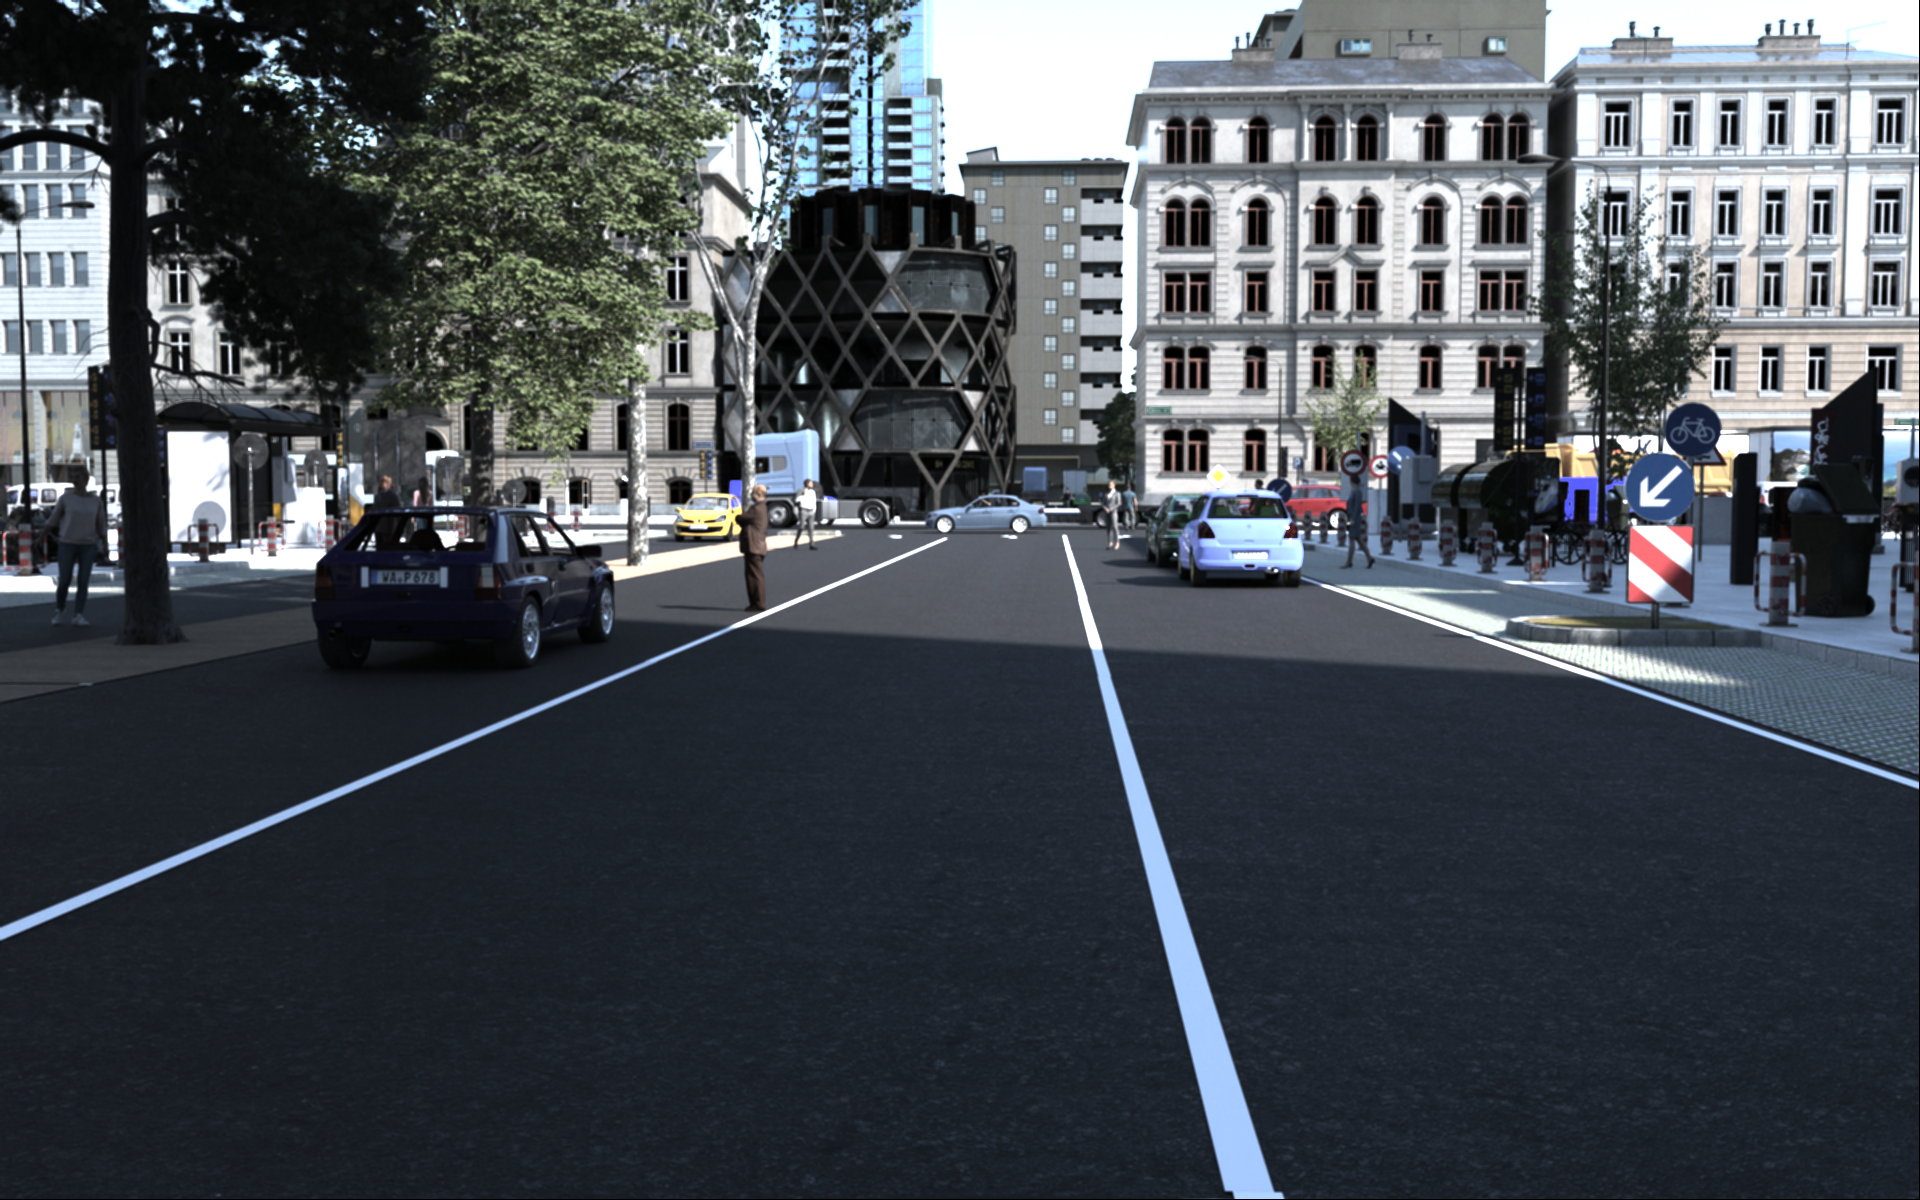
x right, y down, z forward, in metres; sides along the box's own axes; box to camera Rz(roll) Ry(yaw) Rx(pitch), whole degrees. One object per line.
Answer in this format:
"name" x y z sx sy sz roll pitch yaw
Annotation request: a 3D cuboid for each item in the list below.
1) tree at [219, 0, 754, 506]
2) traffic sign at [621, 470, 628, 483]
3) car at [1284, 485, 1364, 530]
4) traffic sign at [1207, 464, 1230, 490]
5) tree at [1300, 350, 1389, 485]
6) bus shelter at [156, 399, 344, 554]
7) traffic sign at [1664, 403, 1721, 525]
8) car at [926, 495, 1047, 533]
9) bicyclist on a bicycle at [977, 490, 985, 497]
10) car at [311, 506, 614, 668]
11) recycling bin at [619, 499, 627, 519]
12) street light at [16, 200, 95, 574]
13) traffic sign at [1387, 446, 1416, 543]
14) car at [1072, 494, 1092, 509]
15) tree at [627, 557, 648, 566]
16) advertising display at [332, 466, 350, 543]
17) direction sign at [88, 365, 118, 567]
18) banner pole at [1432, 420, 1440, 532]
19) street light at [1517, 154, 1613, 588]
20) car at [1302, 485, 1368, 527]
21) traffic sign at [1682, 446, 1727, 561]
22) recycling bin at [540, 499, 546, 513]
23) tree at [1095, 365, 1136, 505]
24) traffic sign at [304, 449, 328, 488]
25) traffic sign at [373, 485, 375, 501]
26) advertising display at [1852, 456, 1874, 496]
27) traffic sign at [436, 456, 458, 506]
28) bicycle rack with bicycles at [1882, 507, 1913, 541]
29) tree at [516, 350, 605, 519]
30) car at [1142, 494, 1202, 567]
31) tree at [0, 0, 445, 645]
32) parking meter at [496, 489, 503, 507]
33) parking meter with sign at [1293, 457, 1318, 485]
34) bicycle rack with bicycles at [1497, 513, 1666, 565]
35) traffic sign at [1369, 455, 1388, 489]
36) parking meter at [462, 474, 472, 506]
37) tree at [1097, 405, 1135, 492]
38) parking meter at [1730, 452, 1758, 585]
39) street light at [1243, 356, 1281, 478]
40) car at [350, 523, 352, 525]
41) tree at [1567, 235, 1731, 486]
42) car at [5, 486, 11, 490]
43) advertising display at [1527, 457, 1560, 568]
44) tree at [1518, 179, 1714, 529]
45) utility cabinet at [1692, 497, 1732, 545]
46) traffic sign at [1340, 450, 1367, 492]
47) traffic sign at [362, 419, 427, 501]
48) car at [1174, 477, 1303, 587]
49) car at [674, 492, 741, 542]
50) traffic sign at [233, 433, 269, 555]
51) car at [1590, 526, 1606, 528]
"tree" -6.861 -6.368 24.700 7.486 12.596 7.792 0 3 0
"traffic sign" -11.253 -3.419 59.542 0.795 2.450 0.064 0 4 3
"car" 13.759 -3.794 70.705 5.304 1.827 2.281 0 4 2
"traffic sign" 8.712 -3.353 58.460 0.795 2.450 0.064 0 4 3
"tree" 19.498 -8.384 87.435 4.737 8.622 4.395 0 3 0
"bus shelter" -16.204 -2.797 39.656 2.014 3.302 5.546 0 4 3
"traffic sign" 10.217 -1.476 24.238 0.768 2.556 0.104 0 4 8
"car" 0.964 -3.176 63.928 4.499 1.417 2.014 0 4 2
"bicyclist on a bicycle" 1.036 -4.155 77.962 1.625 1.676 1.499 0 4 2
"car" -4.319 -0.186 15.624 1.945 1.354 3.894 0 4 3
"recycling bin" -17.044 -4.653 88.625 0.722 1.027 0.722 -1 4 -20
"street light" -14.374 -3.365 27.554 1.470 5.913 1.316 0 4 3
"traffic sign" 11.660 -2.795 45.801 0.768 2.556 0.104 0 4 8
"car" 11.986 -9.889 170.481 1.959 1.807 4.718 0 4 4
"tree" -7.557 -10.783 34.649 12.611 20.169 13.585 0 3 0
"advertising display" -14.426 -2.152 40.398 0.123 1.923 0.974 0 4 -5
"direction sign" -15.132 -2.362 30.615 0.876 3.537 0.379 3 4 37
"banner pole" 16.000 -4.202 58.715 0.863 3.779 0.401 -1 4 -21
"street light" 8.304 -3.134 23.788 1.470 5.913 1.316 0 4 3
"car" 16.859 -4.071 75.228 5.304 1.827 2.281 0 4 2
"traffic sign" 14.097 -2.014 32.938 0.884 2.594 0.081 1 4 8
"recycling bin" -21.629 -4.779 90.690 0.722 1.027 0.722 -1 4 -15
"tree" 16.598 -15.017 152.951 7.806 13.903 7.818 0 3 0
"traffic sign" -18.396 -3.019 49.460 0.768 2.556 0.104 1 4 11
"traffic sign" -18.371 -3.323 54.336 0.884 2.594 0.081 1 4 8
"advertising display" 15.621 -1.516 30.009 0.123 1.923 0.974 3 5 41
"traffic sign" -17.169 -3.541 58.006 0.768 2.556 0.104 0 4 7
"bicycle rack with bicycles" 24.540 -2.121 48.068 2.852 0.926 2.925 -1 4 -20
"tree" -20.196 -8.404 87.772 4.737 8.622 4.395 0 3 0
"car" 4.822 -1.440 35.337 2.131 1.459 4.920 0 4 2
"tree" -7.849 -5.610 16.234 6.751 12.117 7.091 0 3 0
"parking meter" -24.880 -5.210 93.599 0.372 1.533 0.369 0 3 0
"parking meter with sign" 16.728 -5.283 82.641 1.738 3.016 0.543 -2 4 -32
"bicycle rack with bicycles" 12.085 -1.165 32.433 2.925 0.926 2.852 0 4 -5
"traffic sign" 13.631 -3.429 56.167 0.768 2.556 0.104 1 4 11
"parking meter" -14.019 -2.671 49.378 0.255 1.863 0.399 0 4 -6
"tree" 19.216 -16.390 193.725 9.928 11.665 9.643 0 3 0
"parking meter" 11.103 -1.152 24.541 0.255 1.863 0.399 1 4 13
"street light" 10.218 -5.247 58.331 1.470 5.913 1.316 0 4 3
"car" -26.562 -4.265 78.777 4.494 1.783 2.155 0 4 3
"tree" 19.676 -6.051 49.292 4.360 8.622 3.978 0 3 0
"car" -45.773 -4.547 83.022 5.304 1.827 2.281 0 4 4
"advertising display" 10.152 -1.525 30.144 0.123 1.923 0.974 3 5 45
"tree" 15.540 -5.555 41.182 4.737 8.622 4.395 0 3 0
"utility cabinet" 19.105 -1.998 43.837 1.020 1.237 0.306 3 5 43
"traffic sign" 11.302 -3.042 49.838 0.768 2.556 0.104 0 4 5
"traffic sign" -15.665 -3.273 47.384 2.265 3.308 0.079 1 4 10
"car" 4.463 -1.124 27.973 1.945 1.707 3.694 0 4 2
"car" -7.640 -2.631 53.245 2.015 1.641 3.980 0 4 3
"traffic sign" -14.801 -2.204 36.141 0.768 2.556 0.104 0 4 4
"car" 27.561 -3.781 72.049 3.980 1.641 2.015 0 4 1
